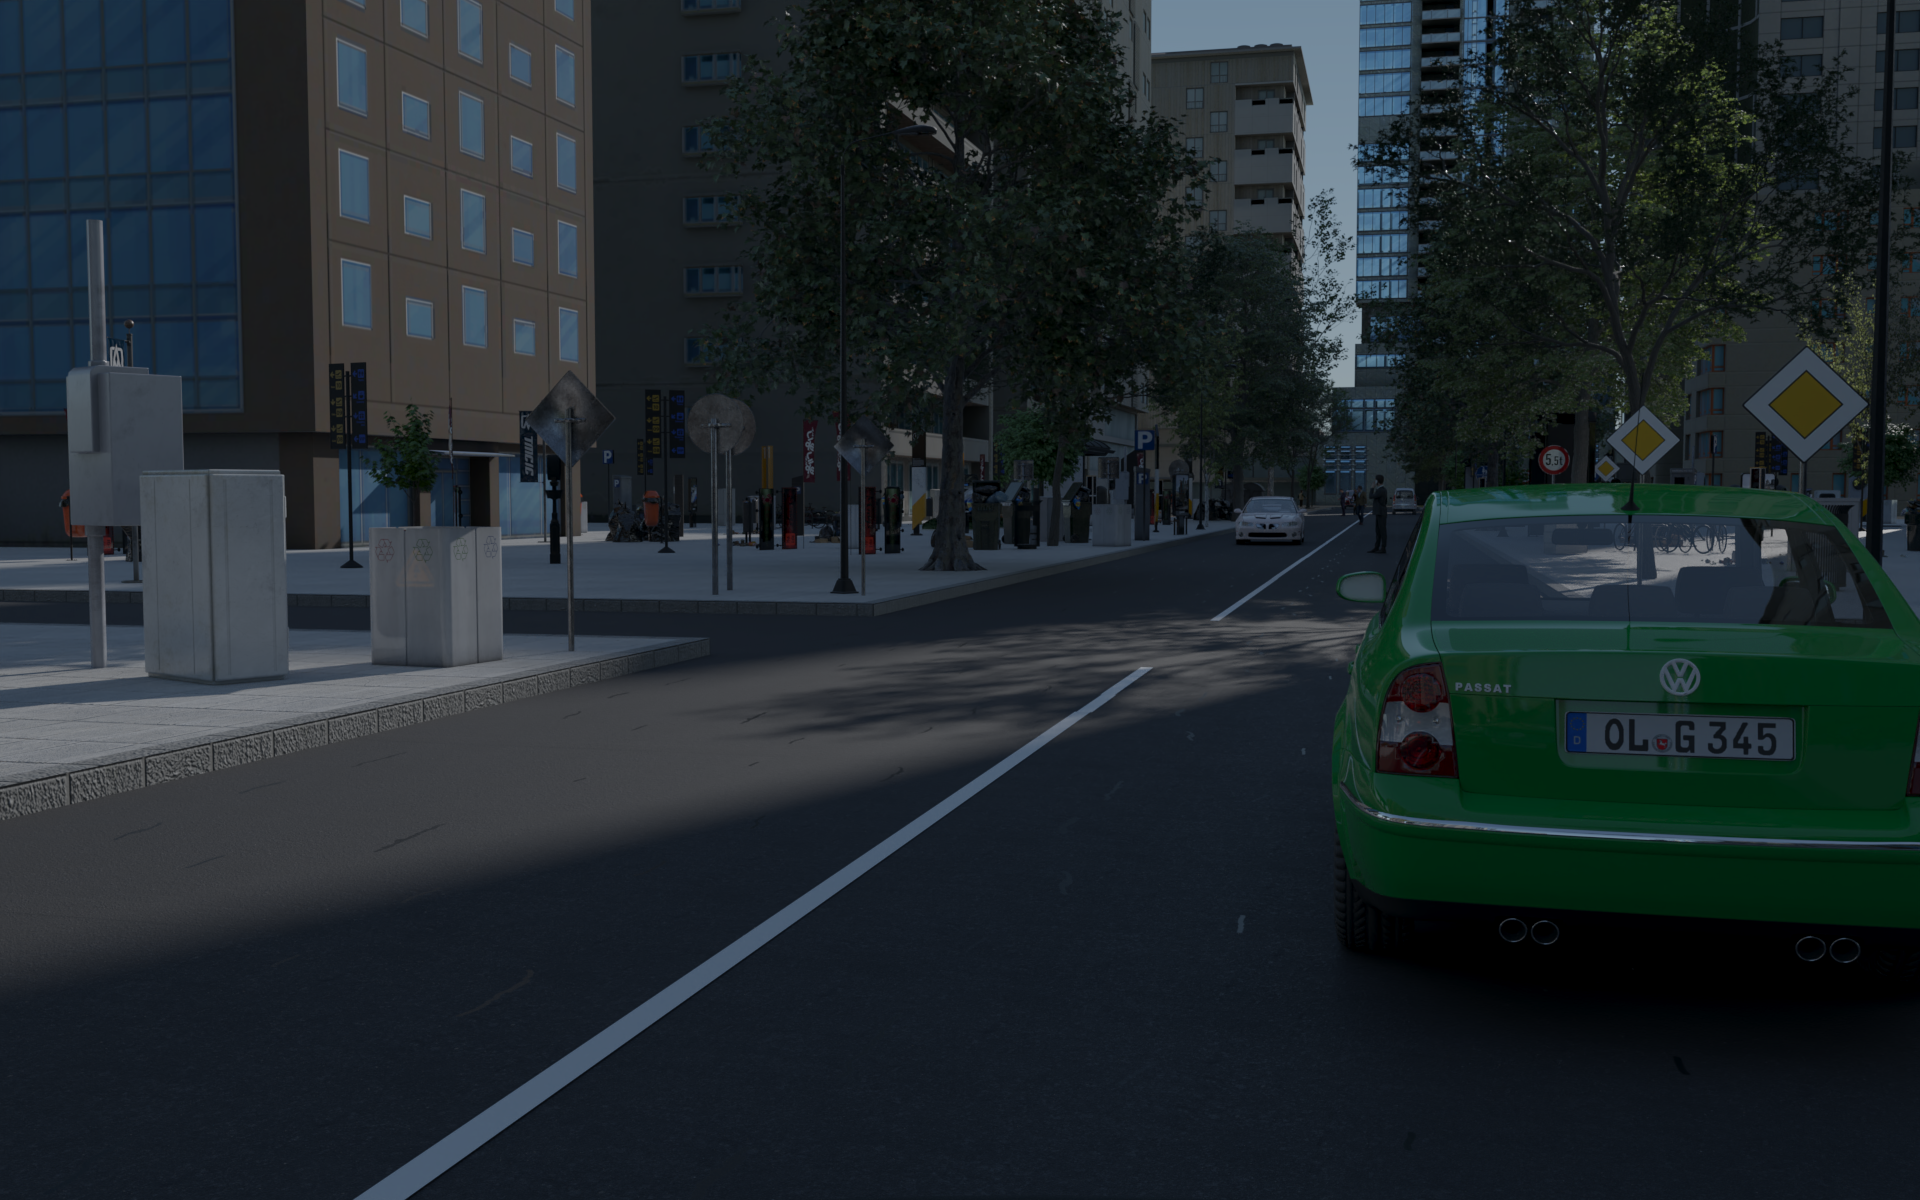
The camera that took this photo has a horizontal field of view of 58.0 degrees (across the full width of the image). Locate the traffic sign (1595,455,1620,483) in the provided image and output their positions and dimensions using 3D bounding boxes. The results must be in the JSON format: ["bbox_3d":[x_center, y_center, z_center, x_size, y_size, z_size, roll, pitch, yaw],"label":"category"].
[{"bbox_3d":[19.195,-3.079,51.525,0.795,2.450,0.064,1,4,16],"label":"traffic sign"}]

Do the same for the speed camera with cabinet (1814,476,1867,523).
[{"bbox_3d":[38.933,-5.029,76.563,2.038,3.252,0.660,1,4,18],"label":"speed camera with cabinet"}]

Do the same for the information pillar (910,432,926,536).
[{"bbox_3d":[-1.277,-3.798,53.457,0.504,3.616,0.183,2,4,32],"label":"information pillar"}]

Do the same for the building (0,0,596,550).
[{"bbox_3d":[-19.536,-24.245,46.510,14.600,45.320,14.200,1,4,14],"label":"building"}]

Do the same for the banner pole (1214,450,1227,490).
[{"bbox_3d":[14.435,-6.451,95.490,0.863,3.779,0.401,1,4,15],"label":"banner pole"}]

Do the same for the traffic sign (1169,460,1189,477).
[{"bbox_3d":[8.055,-3.900,63.875,0.768,2.556,0.104,1,4,19],"label":"traffic sign"}]

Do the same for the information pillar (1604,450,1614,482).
[{"bbox_3d":[32.362,-5.812,86.381,0.504,3.616,0.183,2,4,35],"label":"information pillar"}]

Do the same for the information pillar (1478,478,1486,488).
[{"bbox_3d":[23.411,-4.479,77.727,0.304,2.012,0.304,1,4,11],"label":"information pillar"}]

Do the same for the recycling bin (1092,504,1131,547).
[{"bbox_3d":[3.732,-1.836,42.568,0.722,1.027,0.722,3,4,38],"label":"recycling bin"}]

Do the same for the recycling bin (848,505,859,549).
[{"bbox_3d":[-2.405,-1.728,40.811,0.722,1.027,0.722,0,4,5],"label":"recycling bin"}]

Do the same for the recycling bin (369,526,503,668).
[{"bbox_3d":[-3.984,-0.039,13.195,0.722,1.027,0.722,1,4,21],"label":"recycling bin"}]

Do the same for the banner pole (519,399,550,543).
[{"bbox_3d":[-11.223,-3.411,45.779,0.863,3.779,0.401,-1,4,-9],"label":"banner pole"}]

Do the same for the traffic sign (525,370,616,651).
[{"bbox_3d":[-3.171,-0.639,14.084,0.795,2.450,0.064,1,4,14],"label":"traffic sign"}]

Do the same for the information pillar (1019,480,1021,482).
[{"bbox_3d":[2.831,-5.508,81.412,0.183,3.616,0.504,-1,4,-13],"label":"information pillar"}]

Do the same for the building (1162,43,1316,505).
[{"bbox_3d":[29.330,-37.734,206.191,27.495,52.752,28.713,1,4,14],"label":"building"}]

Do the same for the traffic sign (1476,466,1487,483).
[{"bbox_3d":[23.684,-4.779,78.241,0.768,2.556,0.104,1,4,16],"label":"traffic sign"}]

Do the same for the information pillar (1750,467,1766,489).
[{"bbox_3d":[21.851,-2.630,47.489,0.304,2.012,0.304,-3,5,-41],"label":"information pillar"}]

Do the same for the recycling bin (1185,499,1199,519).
[{"bbox_3d":[12.052,-4.760,90.384,0.722,1.027,0.722,3,5,41],"label":"recycling bin"}]

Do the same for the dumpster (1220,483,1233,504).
[{"bbox_3d":[14.795,-5.399,94.027,1.264,1.857,1.865,1,4,14],"label":"dumpster"}]

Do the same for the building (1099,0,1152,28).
[{"bbox_3d":[1.404,-34.117,147.046,27.495,52.752,28.713,1,4,14],"label":"building"}]

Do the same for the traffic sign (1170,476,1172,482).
[{"bbox_3d":[11.867,-5.796,94.868,0.768,2.556,0.104,1,4,22],"label":"traffic sign"}]

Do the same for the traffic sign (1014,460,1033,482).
[{"bbox_3d":[1.894,-3.051,52.019,0.606,2.300,0.079,1,4,20],"label":"traffic sign"}]

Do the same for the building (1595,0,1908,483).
[{"bbox_3d":[62.373,-42.644,135.473,20.563,71.187,20.611,1,4,14],"label":"building"}]

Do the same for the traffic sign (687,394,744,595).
[{"bbox_3d":[-3.116,-1.338,21.981,0.768,2.556,0.104,1,4,15],"label":"traffic sign"}]

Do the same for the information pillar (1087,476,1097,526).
[{"bbox_3d":[5.253,-3.958,69.199,0.304,2.012,0.304,2,4,34],"label":"information pillar"}]

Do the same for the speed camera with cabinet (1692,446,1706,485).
[{"bbox_3d":[29.918,-4.651,70.379,0.660,3.252,2.038,2,4,27],"label":"speed camera with cabinet"}]

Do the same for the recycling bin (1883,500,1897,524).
[{"bbox_3d":[40.031,-3.815,74.929,0.722,1.027,0.722,-3,5,-43],"label":"recycling bin"}]

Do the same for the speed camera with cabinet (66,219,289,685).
[{"bbox_3d":[-5.595,-1.100,12.318,2.038,3.252,0.660,3,4,38],"label":"speed camera with cabinet"}]

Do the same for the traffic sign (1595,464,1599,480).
[{"bbox_3d":[25.957,-4.358,71.366,0.768,2.556,0.104,1,4,16],"label":"traffic sign"}]

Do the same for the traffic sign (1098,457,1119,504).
[{"bbox_3d":[4.097,-2.796,47.850,0.606,2.300,0.079,1,4,20],"label":"traffic sign"}]

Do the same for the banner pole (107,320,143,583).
[{"bbox_3d":[-11.925,-2.123,24.731,0.401,3.779,0.863,0,4,0],"label":"banner pole"}]

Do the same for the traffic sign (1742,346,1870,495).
[{"bbox_3d":[5.740,-0.500,11.824,0.795,2.450,0.064,1,4,14],"label":"traffic sign"}]

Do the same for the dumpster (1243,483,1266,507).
[{"bbox_3d":[14.924,-5.061,88.501,1.264,1.857,1.865,1,4,14],"label":"dumpster"}]

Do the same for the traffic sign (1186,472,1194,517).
[{"bbox_3d":[11.728,-5.475,89.620,0.768,2.556,0.104,1,4,17],"label":"traffic sign"}]

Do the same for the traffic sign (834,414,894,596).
[{"bbox_3d":[-1.218,-1.112,21.827,0.795,2.450,0.064,1,4,14],"label":"traffic sign"}]

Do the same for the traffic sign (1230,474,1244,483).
[{"bbox_3d":[14.521,-5.558,90.985,0.768,2.556,0.104,1,4,19],"label":"traffic sign"}]

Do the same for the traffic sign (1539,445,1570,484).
[{"bbox_3d":[15.489,-2.759,45.215,0.768,2.556,0.104,1,4,18],"label":"traffic sign"}]

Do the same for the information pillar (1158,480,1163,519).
[{"bbox_3d":[10.234,-5.162,88.883,0.304,2.012,0.304,-1,4,-11],"label":"information pillar"}]

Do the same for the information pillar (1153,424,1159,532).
[{"bbox_3d":[6.579,-4.071,57.921,0.183,3.616,0.504,0,4,-1],"label":"information pillar"}]

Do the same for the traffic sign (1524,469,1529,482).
[{"bbox_3d":[28.572,-5.354,87.641,0.768,2.556,0.104,1,4,23],"label":"traffic sign"}]

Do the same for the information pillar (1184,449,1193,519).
[{"bbox_3d":[11.694,-5.955,88.723,0.504,3.616,0.183,-2,4,-26],"label":"information pillar"}]

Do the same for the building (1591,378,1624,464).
[{"bbox_3d":[86.951,-53.494,187.294,31.000,86.520,22.319,1,4,14],"label":"building"}]

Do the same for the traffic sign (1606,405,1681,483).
[{"bbox_3d":[7.693,-0.974,19.567,0.795,2.450,0.064,1,4,14],"label":"traffic sign"}]

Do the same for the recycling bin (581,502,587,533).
[{"bbox_3d":[-12.779,-2.723,57.076,0.722,1.027,0.722,2,4,24],"label":"recycling bin"}]

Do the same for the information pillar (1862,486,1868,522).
[{"bbox_3d":[41.576,-5.384,79.376,0.183,3.616,0.504,-3,5,-43],"label":"information pillar"}]

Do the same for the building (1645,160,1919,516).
[{"bbox_3d":[60.630,-16.304,111.604,27.650,21.520,28.899,1,4,14],"label":"building"}]

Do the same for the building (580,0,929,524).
[{"bbox_3d":[-11.105,-28.213,84.988,21.300,48.544,21.600,1,4,14],"label":"building"}]

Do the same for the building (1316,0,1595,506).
[{"bbox_3d":[56.735,-53.918,194.238,31.000,86.520,22.319,1,4,14],"label":"building"}]

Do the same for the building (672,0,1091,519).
[{"bbox_3d":[-3.919,-29.785,110.683,21.300,48.544,21.600,1,4,14],"label":"building"}]

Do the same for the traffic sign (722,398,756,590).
[{"bbox_3d":[-3.072,-1.403,23.037,0.768,2.556,0.104,1,4,20],"label":"traffic sign"}]
